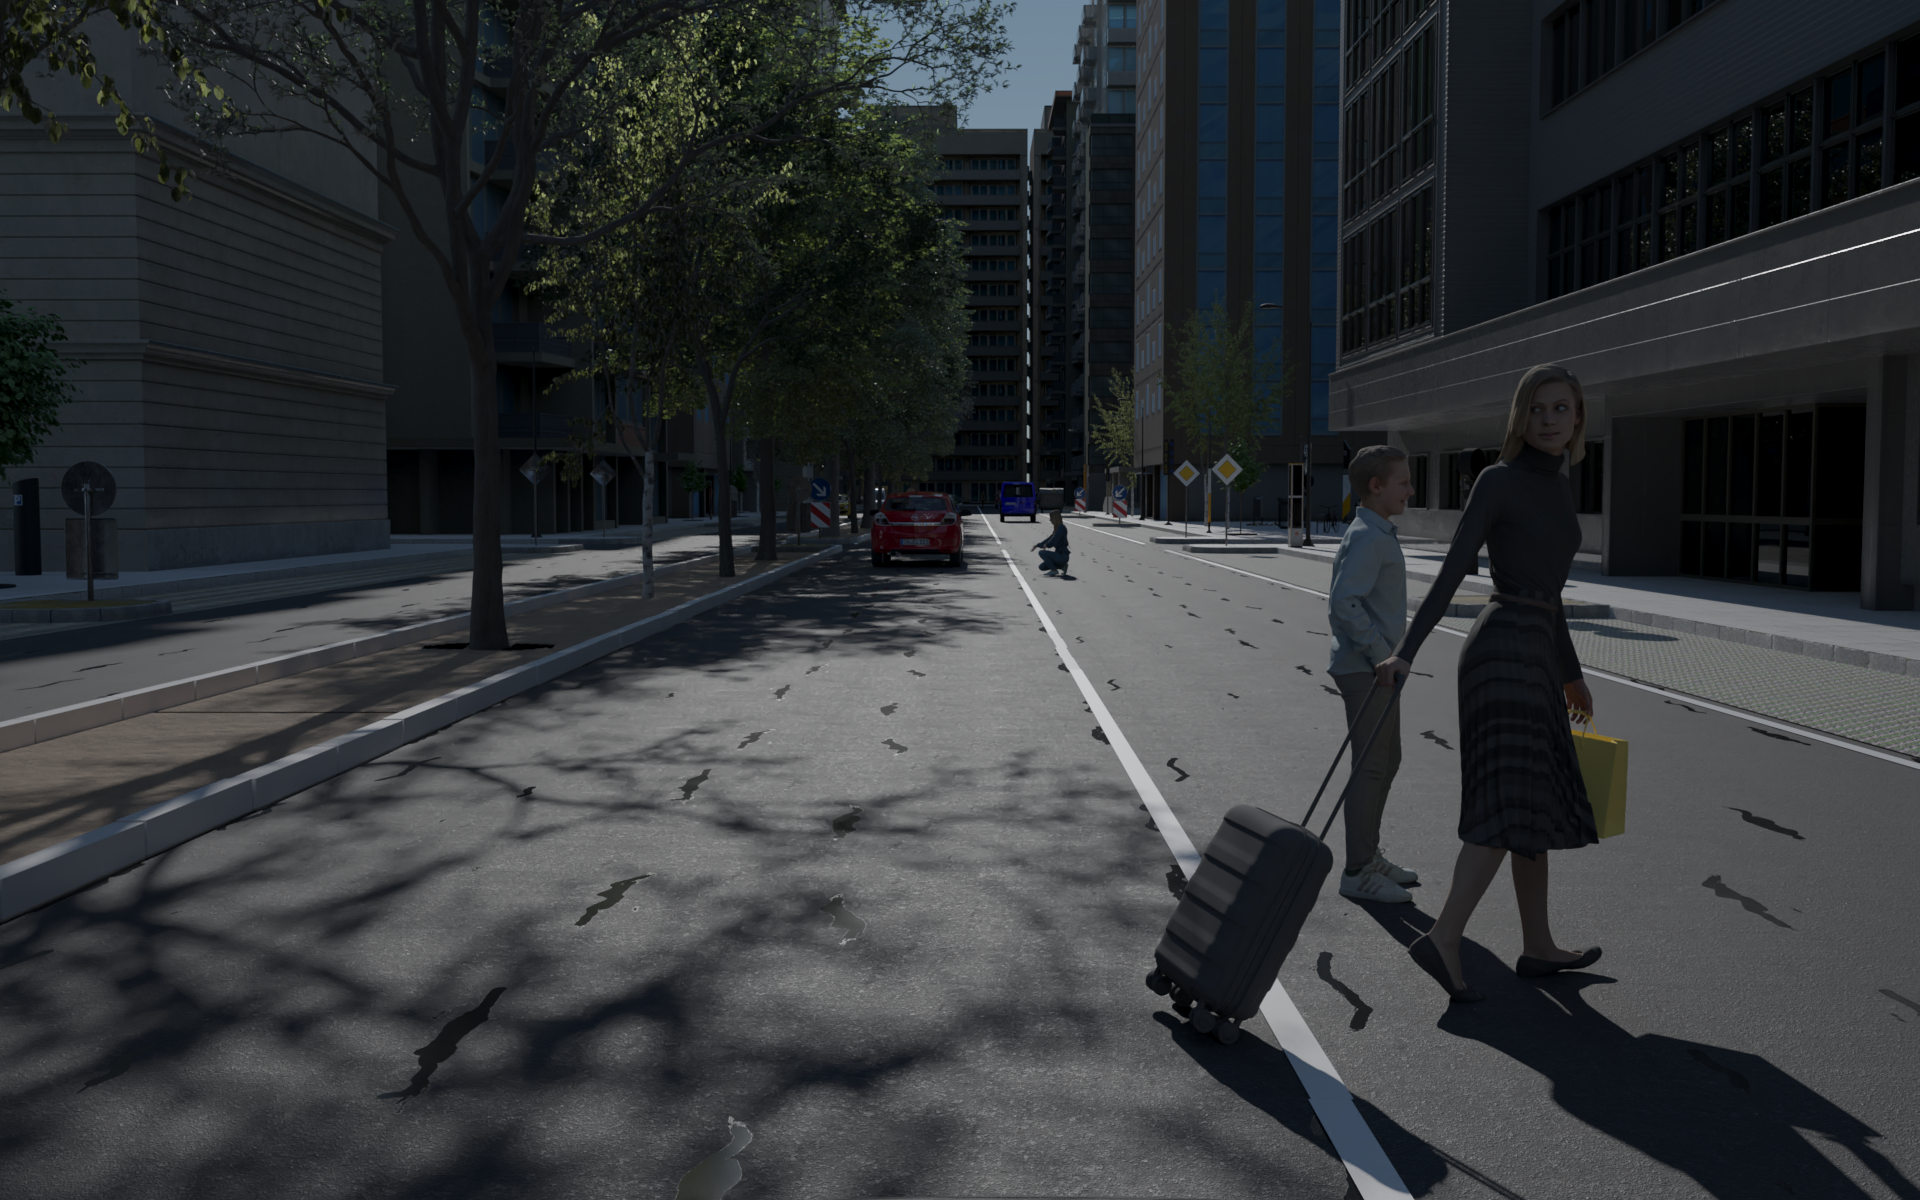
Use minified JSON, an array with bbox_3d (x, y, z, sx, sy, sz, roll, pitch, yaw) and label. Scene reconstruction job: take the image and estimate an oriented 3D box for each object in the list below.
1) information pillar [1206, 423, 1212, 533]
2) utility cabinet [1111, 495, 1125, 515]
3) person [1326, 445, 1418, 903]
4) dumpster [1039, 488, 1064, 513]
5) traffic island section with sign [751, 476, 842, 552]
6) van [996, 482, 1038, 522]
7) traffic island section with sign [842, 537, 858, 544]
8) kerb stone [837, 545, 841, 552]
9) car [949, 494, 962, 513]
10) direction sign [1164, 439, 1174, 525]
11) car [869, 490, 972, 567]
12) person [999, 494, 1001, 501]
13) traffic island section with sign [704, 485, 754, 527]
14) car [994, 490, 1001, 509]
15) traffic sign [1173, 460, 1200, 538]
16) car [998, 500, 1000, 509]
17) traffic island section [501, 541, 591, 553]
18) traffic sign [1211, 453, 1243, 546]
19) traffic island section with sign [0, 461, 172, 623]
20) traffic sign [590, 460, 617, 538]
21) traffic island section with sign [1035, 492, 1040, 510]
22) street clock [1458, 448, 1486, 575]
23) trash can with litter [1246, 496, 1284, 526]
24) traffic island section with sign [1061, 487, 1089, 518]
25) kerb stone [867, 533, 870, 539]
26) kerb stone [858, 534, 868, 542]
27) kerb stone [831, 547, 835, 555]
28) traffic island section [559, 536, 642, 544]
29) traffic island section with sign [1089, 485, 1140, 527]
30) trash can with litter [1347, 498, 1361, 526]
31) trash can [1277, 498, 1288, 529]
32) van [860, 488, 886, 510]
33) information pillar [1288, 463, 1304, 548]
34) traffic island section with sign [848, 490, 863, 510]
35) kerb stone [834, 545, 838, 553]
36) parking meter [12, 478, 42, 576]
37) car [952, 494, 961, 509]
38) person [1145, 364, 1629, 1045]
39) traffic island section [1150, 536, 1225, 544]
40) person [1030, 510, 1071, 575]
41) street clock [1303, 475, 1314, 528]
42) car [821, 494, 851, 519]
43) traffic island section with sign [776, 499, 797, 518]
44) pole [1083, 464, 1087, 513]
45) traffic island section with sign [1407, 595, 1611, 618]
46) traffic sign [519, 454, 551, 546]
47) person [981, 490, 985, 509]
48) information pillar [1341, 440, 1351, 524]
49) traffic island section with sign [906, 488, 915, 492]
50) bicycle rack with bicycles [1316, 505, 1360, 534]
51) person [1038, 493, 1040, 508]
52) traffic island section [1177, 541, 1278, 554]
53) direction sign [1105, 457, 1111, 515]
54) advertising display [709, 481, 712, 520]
[{"bbox_3d":[8.187,-4.003,56.802,0.183,3.616,0.504,0,4,7],"label":"information pillar"},{"bbox_3d":[9.450,-5.800,103.509,0.318,1.500,1.173,-1,4,-23],"label":"utility cabinet"},{"bbox_3d":[1.474,0.253,6.171,0.330,1.601,0.589,2,4,27],"label":"person"},{"bbox_3d":[6.785,-7.368,128.675,1.865,1.857,1.264,0,4,0],"label":"dumpster"},{"bbox_3d":[-4.084,-2.141,43.140,2.006,1.907,1.989,0,4,0],"label":"traffic island section with sign"},{"bbox_3d":[3.004,-5.253,90.268,2.240,2.365,5.245,0,4,1],"label":"van"},{"bbox_3d":[-4.031,-2.594,50.547,2.006,1.907,1.989,0,4,0],"label":"traffic island section with sign"},{"bbox_3d":[-3.045,-1.213,42.168,0.120,0.150,1.000,0,4,0],"label":"kerb stone"},{"bbox_3d":[-0.954,-4.363,83.132,2.131,1.459,4.920,0,4,0],"label":"car"},{"bbox_3d":[8.597,-4.855,71.379,0.379,3.537,0.876,-1,4,-20],"label":"direction sign"},{"bbox_3d":[-0.837,-1.626,35.633,2.155,1.783,4.494,0,4,1],"label":"car"},{"bbox_3d":[2.801,-6.285,112.104,0.563,1.720,0.643,-1,4,-18],"label":"person"},{"bbox_3d":[-10.019,-4.092,75.530,1.989,1.847,2.006,0,4,0],"label":"traffic island section with sign"},{"bbox_3d":[4.477,-9.965,171.597,2.281,1.827,5.304,0,4,1],"label":"car"},{"bbox_3d":[6.629,-2.881,50.747,0.795,2.450,0.064,0,4,0],"label":"traffic sign"},{"bbox_3d":[4.533,-9.207,162.332,2.131,1.459,4.920,0,4,-2],"label":"car"},{"bbox_3d":[-10.535,-1.264,42.944,2.009,0.180,2.903,0,4,0],"label":"traffic island section"},{"bbox_3d":[6.582,-2.393,42.762,0.795,2.450,0.064,0,4,0],"label":"traffic sign"},{"bbox_3d":[-10.344,-0.698,20.048,1.989,1.847,2.006,0,4,0],"label":"traffic island section with sign"},{"bbox_3d":[-10.464,-2.888,50.867,0.795,2.450,0.064,0,4,0],"label":"traffic sign"},{"bbox_3d":[7.430,-10.486,180.081,1.989,1.847,2.006,0,4,0],"label":"traffic island section with sign"},{"bbox_3d":[8.133,-1.405,27.547,0.471,2.002,0.358,-3,5,-42],"label":"street clock"},{"bbox_3d":[12.473,-3.632,70.448,2.233,1.210,1.678,-3,4,-38],"label":"trash can with litter"},{"bbox_3d":[6.958,-5.749,102.618,1.989,1.847,2.006,0,4,0],"label":"traffic island section with sign"},{"bbox_3d":[-2.973,-1.941,53.981,0.120,0.150,1.000,0,4,0],"label":"kerb stone"},{"bbox_3d":[-2.976,-1.881,52.953,0.120,0.150,1.000,0,4,0],"label":"kerb stone"},{"bbox_3d":[-3.060,-1.096,40.120,0.120,0.150,1.000,0,4,0],"label":"kerb stone"},{"bbox_3d":[-10.488,-1.752,50.929,2.009,0.180,2.903,0,4,0],"label":"traffic island section"},{"bbox_3d":[6.813,-4.100,75.663,1.989,1.847,2.006,0,4,0],"label":"traffic island section with sign"},{"bbox_3d":[16.055,-3.583,69.967,0.624,1.170,1.055,-2,4,-29],"label":"trash can with litter"},{"bbox_3d":[11.989,-3.176,63.586,0.748,1.137,0.748,0,3,0],"label":"trash can"},{"bbox_3d":[-5.854,-6.889,119.644,2.013,2.044,4.112,0,4,-1],"label":"van"},{"bbox_3d":[8.054,-2.266,41.548,0.304,2.012,0.304,0,4,-3],"label":"information pillar"},{"bbox_3d":[-9.569,-8.856,153.429,1.989,1.847,2.006,0,4,0],"label":"traffic island section with sign"},{"bbox_3d":[-3.049,-1.154,41.142,0.120,0.150,1.000,0,4,0],"label":"kerb stone"},{"bbox_3d":[-14.726,-1.158,27.338,0.372,1.533,0.369,0,3,0],"label":"parking meter"},{"bbox_3d":[-0.973,-9.522,167.486,2.131,1.459,4.920,0,4,1],"label":"car"},{"bbox_3d":[1.268,0.232,4.920,1.509,1.804,0.699,-1,4,-12],"label":"person"},{"bbox_3d":[6.653,-1.746,50.824,2.009,0.180,2.903,0,4,0],"label":"traffic island section"},{"bbox_3d":[1.594,-1.015,30.600,0.738,1.151,1.012,0,4,4],"label":"person"},{"bbox_3d":[13.105,-3.715,65.306,0.358,2.002,0.471,-2,4,-33],"label":"street clock"},{"bbox_3d":[-7.213,-5.619,102.094,2.015,1.641,3.980,0,4,-1],"label":"car"},{"bbox_3d":[-9.853,-5.756,102.738,1.989,1.847,2.006,0,4,0],"label":"traffic island section with sign"},{"bbox_3d":[8.569,-7.628,118.560,0.158,3.312,0.155,0,3,0],"label":"pole"},{"bbox_3d":[6.488,-0.746,20.832,1.989,1.847,2.006,0,4,0],"label":"traffic island section with sign"},{"bbox_3d":[-10.511,-2.400,42.882,0.795,2.450,0.064,0,4,0],"label":"traffic sign"},{"bbox_3d":[2.270,-9.814,169.055,0.705,1.812,1.348,0,4,-3],"label":"person"},{"bbox_3d":[16.731,-5.113,74.945,0.183,3.616,0.504,-1,4,-20],"label":"information pillar"},{"bbox_3d":[-3.598,-7.190,125.685,2.006,1.907,1.989,0,4,0],"label":"traffic island section with sign"},{"bbox_3d":[12.871,-2.652,56.745,2.852,0.926,2.925,1,4,20],"label":"bicycle rack with bicycles"},{"bbox_3d":[7.531,-9.378,161.823,0.705,1.826,1.348,-2,4,-35],"label":"person"},{"bbox_3d":[6.606,-1.257,42.839,2.009,0.180,2.903,0,4,0],"label":"traffic island section"},{"bbox_3d":[9.153,-7.046,107.196,0.379,3.537,0.876,1,4,18],"label":"direction sign"},{"bbox_3d":[-12.520,-5.003,87.010,0.123,1.923,0.974,0,4,-6],"label":"advertising display"}]
